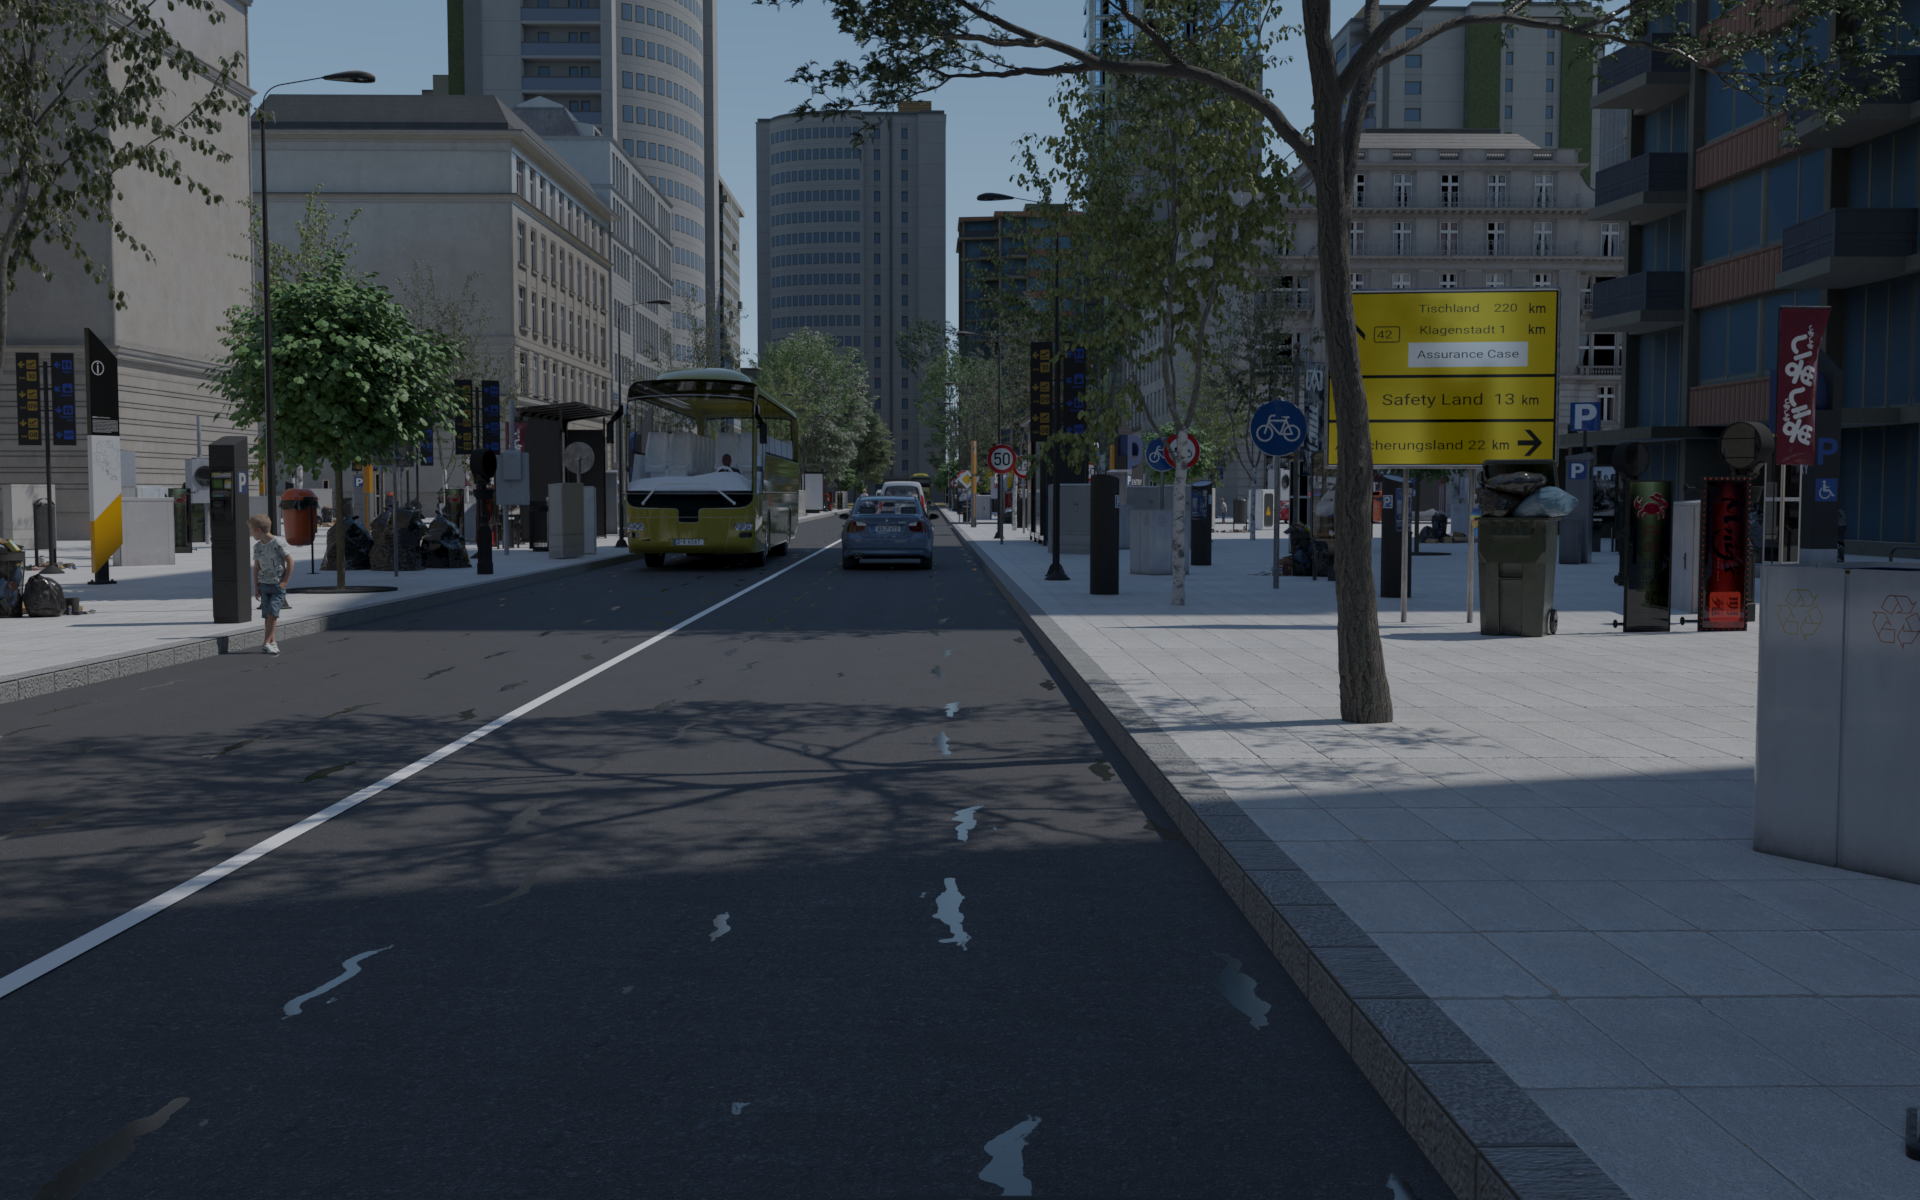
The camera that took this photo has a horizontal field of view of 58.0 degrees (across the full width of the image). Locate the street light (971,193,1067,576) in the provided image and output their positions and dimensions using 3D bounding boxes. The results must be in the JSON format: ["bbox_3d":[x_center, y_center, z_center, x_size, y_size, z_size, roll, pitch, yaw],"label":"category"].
[{"bbox_3d":[0.958,-3.323,26.865,1.470,5.913,1.316,0,4,-1],"label":"street light"}]

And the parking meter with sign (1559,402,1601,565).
[{"bbox_3d":[11.487,-2.197,32.184,0.543,3.016,1.738,2,4,27],"label":"parking meter with sign"}]

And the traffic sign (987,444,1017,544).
[{"bbox_3d":[1.064,-2.687,44.030,0.768,2.556,0.104,0,4,-1],"label":"traffic sign"}]

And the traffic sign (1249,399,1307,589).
[{"bbox_3d":[4.294,-1.428,23.450,0.768,2.556,0.104,0,4,4],"label":"traffic sign"}]

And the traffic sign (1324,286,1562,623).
[{"bbox_3d":[4.759,-1.426,17.184,2.265,3.308,0.079,0,4,6],"label":"traffic sign"}]

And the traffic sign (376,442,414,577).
[{"bbox_3d":[-8.760,-1.512,26.856,0.606,2.300,0.079,0,4,2],"label":"traffic sign"}]

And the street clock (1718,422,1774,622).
[{"bbox_3d":[7.872,-0.784,17.390,0.358,2.002,0.471,-2,4,-32],"label":"street clock"}]

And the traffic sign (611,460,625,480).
[{"bbox_3d":[-12.568,-3.929,64.349,0.768,2.556,0.104,0,4,-1],"label":"traffic sign"}]

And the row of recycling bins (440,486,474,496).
[{"bbox_3d":[-26.036,-5.042,89.542,1.069,1.692,3.534,0,4,3],"label":"row of recycling bins"}]

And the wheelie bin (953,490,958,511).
[{"bbox_3d":[-0.206,-7.439,129.543,0.693,1.594,0.980,0,4,-1],"label":"wheelie bin"}]

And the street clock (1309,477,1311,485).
[{"bbox_3d":[13.664,-3.801,66.708,0.471,2.002,0.358,1,4,17],"label":"street clock"}]

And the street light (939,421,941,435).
[{"bbox_3d":[-0.181,-7.037,87.596,1.470,5.913,1.316,0,4,-1],"label":"street light"}]

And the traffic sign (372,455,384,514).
[{"bbox_3d":[-11.294,-2.061,33.801,0.768,2.556,0.104,0,4,4],"label":"traffic sign"}]

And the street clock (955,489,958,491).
[{"bbox_3d":[-0.245,-8.976,151.334,0.471,2.002,0.358,3,4,37],"label":"street clock"}]

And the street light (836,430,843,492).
[{"bbox_3d":[-9.085,-9.286,124.366,1.470,5.913,1.316,0,4,-1],"label":"street light"}]

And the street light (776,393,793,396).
[{"bbox_3d":[-8.366,-6.564,79.870,1.470,5.913,1.316,0,4,-1],"label":"street light"}]

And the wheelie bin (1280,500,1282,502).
[{"bbox_3d":[15.831,-4.772,85.934,0.980,1.594,0.693,-1,4,-16],"label":"wheelie bin"}]

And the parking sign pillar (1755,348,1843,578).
[{"bbox_3d":[12.909,-2.326,26.501,1.447,3.967,1.447,0,4,-4],"label":"parking sign pillar"}]

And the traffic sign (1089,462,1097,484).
[{"bbox_3d":[5.153,-4.202,68.808,0.768,2.556,0.104,0,4,7],"label":"traffic sign"}]

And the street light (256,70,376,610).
[{"bbox_3d":[-7.108,-2.850,19.144,1.470,5.913,1.316,0,4,-1],"label":"street light"}]

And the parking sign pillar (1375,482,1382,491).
[{"bbox_3d":[20.948,-5.986,86.349,1.447,3.967,1.447,2,4,35],"label":"parking sign pillar"}]

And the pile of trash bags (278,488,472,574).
[{"bbox_3d":[-9.974,-1.185,29.120,1.912,1.369,3.447,2,4,26],"label":"pile of trash bags"}]

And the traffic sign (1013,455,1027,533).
[{"bbox_3d":[2.082,-3.439,56.335,0.768,2.556,0.104,0,3,0],"label":"traffic sign"}]

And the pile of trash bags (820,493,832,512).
[{"bbox_3d":[-10.380,-7.274,128.684,1.912,1.369,3.447,1,4,13],"label":"pile of trash bags"}]

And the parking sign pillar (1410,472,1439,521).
[{"bbox_3d":[22.049,-5.719,81.984,1.447,3.967,1.447,-2,4,-25],"label":"parking sign pillar"}]

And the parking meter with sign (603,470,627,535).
[{"bbox_3d":[-11.193,-3.589,54.937,1.738,3.016,0.543,-1,4,-9],"label":"parking meter with sign"}]

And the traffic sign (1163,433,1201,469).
[{"bbox_3d":[4.563,-2.178,35.710,0.768,2.556,0.104,0,4,1],"label":"traffic sign"}]

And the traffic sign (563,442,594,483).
[{"bbox_3d":[-9.333,-2.587,42.399,0.768,2.556,0.104,0,4,0],"label":"traffic sign"}]

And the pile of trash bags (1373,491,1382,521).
[{"bbox_3d":[12.025,-2.700,53.899,1.912,1.369,3.447,-2,4,-33],"label":"pile of trash bags"}]

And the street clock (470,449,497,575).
[{"bbox_3d":[-7.589,-1.410,27.628,0.358,2.002,0.471,1,4,15],"label":"street clock"}]

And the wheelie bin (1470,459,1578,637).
[{"bbox_3d":[5.096,-0.479,15.745,0.980,1.594,0.693,2,4,29],"label":"wheelie bin"}]

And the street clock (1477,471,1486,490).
[{"bbox_3d":[15.815,-2.913,52.192,0.471,2.002,0.358,1,4,13],"label":"street clock"}]

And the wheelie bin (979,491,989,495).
[{"bbox_3d":[1.560,-6.657,116.752,0.693,1.594,0.980,1,4,18],"label":"wheelie bin"}]

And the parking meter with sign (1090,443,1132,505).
[{"bbox_3d":[4.969,-3.535,54.054,1.738,3.016,0.543,2,4,27],"label":"parking meter with sign"}]

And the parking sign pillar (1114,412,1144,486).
[{"bbox_3d":[5.563,-4.190,56.972,1.447,3.967,1.447,2,4,34],"label":"parking sign pillar"}]

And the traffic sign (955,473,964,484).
[{"bbox_3d":[0.150,-4.682,80.187,0.795,2.450,0.064,0,4,-1],"label":"traffic sign"}]

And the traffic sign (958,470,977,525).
[{"bbox_3d":[0.302,-4.193,72.204,0.795,2.450,0.064,0,4,-1],"label":"traffic sign"}]

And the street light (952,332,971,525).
[{"bbox_3d":[0.584,-4.718,49.674,1.470,5.913,1.316,0,4,-1],"label":"street light"}]

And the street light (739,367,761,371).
[{"bbox_3d":[-8.008,-5.571,63.621,1.470,5.913,1.316,0,4,-1],"label":"street light"}]

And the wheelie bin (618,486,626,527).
[{"bbox_3d":[-13.253,-3.587,66.562,0.980,1.594,0.693,3,4,38],"label":"wheelie bin"}]

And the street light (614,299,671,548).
[{"bbox_3d":[-7.587,-4.213,41.422,1.470,5.913,1.316,0,4,-1],"label":"street light"}]

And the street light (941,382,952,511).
[{"bbox_3d":[0.047,-6.075,71.870,1.470,5.913,1.316,0,4,-1],"label":"street light"}]

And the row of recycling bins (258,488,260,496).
[{"bbox_3d":[-36.063,-4.867,86.692,3.534,1.692,1.069,3,5,39],"label":"row of recycling bins"}]

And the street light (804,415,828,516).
[{"bbox_3d":[-8.634,-7.922,102.071,1.470,5.913,1.316,0,4,-1],"label":"street light"}]

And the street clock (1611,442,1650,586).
[{"bbox_3d":[9.331,-1.197,24.144,0.471,2.002,0.358,-1,4,-19],"label":"street clock"}]

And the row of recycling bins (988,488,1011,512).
[{"bbox_3d":[2.974,-7.043,122.260,1.069,1.692,3.534,-2,4,-26],"label":"row of recycling bins"}]

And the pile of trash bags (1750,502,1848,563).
[{"bbox_3d":[15.358,-1.363,32.033,1.912,1.369,3.447,2,4,23],"label":"pile of trash bags"}]

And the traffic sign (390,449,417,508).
[{"bbox_3d":[-12.729,-2.403,39.397,0.768,2.556,0.104,1,4,8],"label":"traffic sign"}]

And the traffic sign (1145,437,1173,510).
[{"bbox_3d":[4.528,-2.366,38.792,0.768,2.556,0.104,0,4,6],"label":"traffic sign"}]

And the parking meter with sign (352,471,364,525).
[{"bbox_3d":[-21.521,-4.018,61.950,0.543,3.016,1.738,-1,4,-21],"label":"parking meter with sign"}]

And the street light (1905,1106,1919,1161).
[{"bbox_3d":[1.472,-1.876,3.209,1.470,5.913,1.316,0,4,-1],"label":"street light"}]

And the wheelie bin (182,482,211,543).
[{"bbox_3d":[-20.236,-2.326,45.940,0.693,1.594,0.980,3,5,41],"label":"wheelie bin"}]
